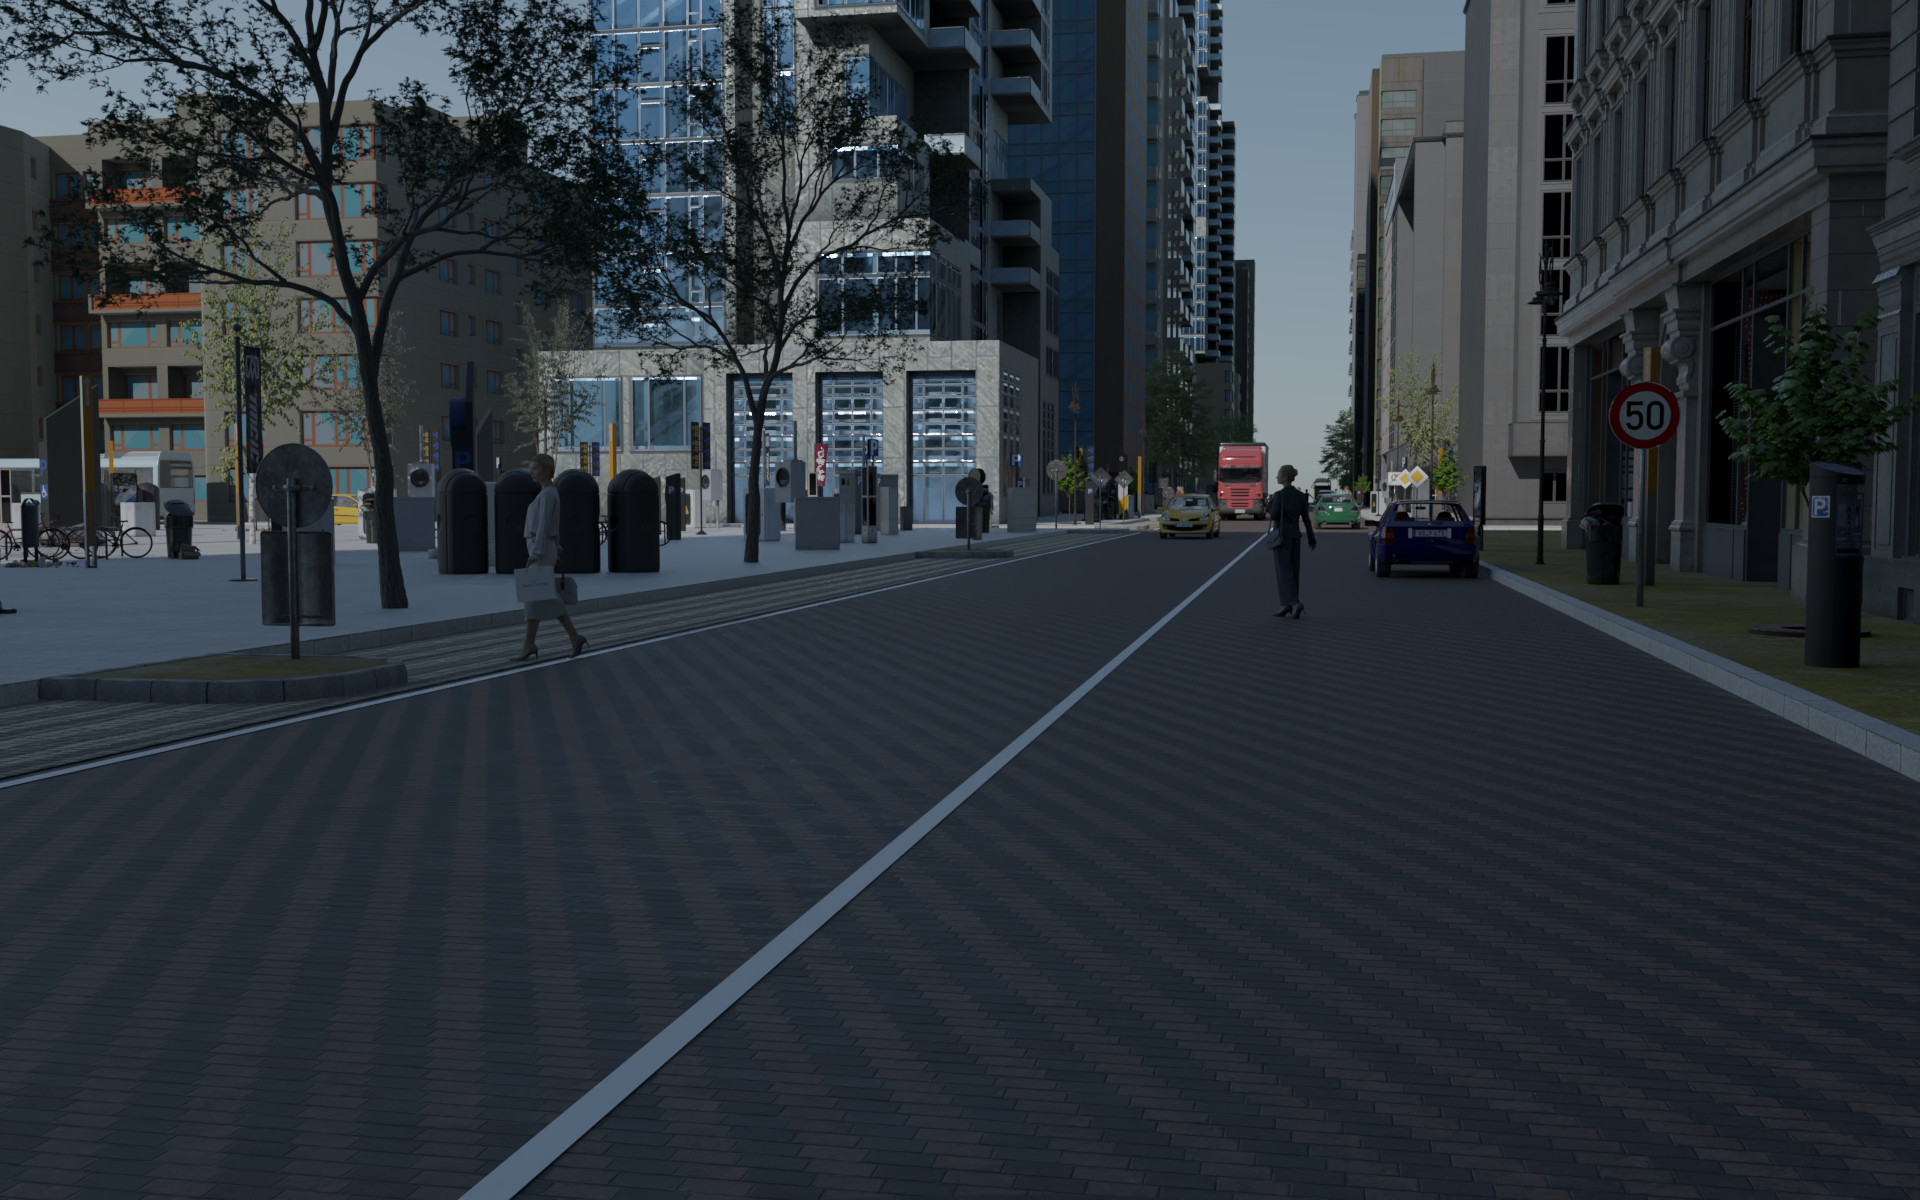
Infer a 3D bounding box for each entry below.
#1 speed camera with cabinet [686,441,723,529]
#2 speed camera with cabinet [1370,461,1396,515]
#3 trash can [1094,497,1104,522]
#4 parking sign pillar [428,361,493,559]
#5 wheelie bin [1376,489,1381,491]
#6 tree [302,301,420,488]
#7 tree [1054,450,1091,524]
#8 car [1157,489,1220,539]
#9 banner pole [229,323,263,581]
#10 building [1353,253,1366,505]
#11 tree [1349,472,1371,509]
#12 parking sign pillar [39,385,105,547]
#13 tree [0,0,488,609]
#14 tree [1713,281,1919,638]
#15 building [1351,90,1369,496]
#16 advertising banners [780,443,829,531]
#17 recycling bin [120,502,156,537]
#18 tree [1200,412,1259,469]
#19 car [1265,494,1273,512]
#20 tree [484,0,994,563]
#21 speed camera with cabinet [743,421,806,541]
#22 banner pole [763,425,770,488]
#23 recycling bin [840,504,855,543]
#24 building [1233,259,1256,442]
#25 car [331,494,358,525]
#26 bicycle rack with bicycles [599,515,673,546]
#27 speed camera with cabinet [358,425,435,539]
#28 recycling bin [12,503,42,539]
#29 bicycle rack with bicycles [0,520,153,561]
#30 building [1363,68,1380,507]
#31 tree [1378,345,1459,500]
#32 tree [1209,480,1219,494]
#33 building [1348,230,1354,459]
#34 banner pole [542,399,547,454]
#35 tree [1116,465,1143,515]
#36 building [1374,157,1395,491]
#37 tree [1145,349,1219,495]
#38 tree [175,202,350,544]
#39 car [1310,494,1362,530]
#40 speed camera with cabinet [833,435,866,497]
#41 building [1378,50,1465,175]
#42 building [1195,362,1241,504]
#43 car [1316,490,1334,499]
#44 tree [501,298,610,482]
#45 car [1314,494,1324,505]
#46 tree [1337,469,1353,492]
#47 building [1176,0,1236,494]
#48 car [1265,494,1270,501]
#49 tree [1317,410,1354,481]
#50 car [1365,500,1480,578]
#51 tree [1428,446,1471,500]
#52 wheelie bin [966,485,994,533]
[{"bbox_3d":[-9.692,-4.303,64.685,0.660,3.252,2.038,-3,5,-43],"label":"speed camera with cabinet"},{"bbox_3d":[25.573,-6.751,104.720,0.660,3.252,2.038,-1,4,-16],"label":"speed camera with cabinet"},{"bbox_3d":[6.188,-4.110,78.850,0.748,1.137,0.748,0,3,0],"label":"trash can"},{"bbox_3d":[-9.913,-2.823,34.636,1.447,3.967,1.447,-1,4,-13],"label":"parking sign pillar"},{"bbox_3d":[26.242,-6.150,108.461,0.693,1.594,0.980,3,4,36],"label":"wheelie bin"},{"bbox_3d":[-22.310,-7.032,65.333,4.360,8.622,3.978,0,3,0],"label":"tree"},{"bbox_3d":[4.863,-4.903,74.773,1.663,3.219,1.824,0,3,0],"label":"tree"},{"bbox_3d":[7.519,-2.834,56.557,2.015,1.641,3.980,1,4,13],"label":"car"},{"bbox_3d":[-10.559,-2.183,25.713,0.401,3.779,0.863,1,4,8],"label":"banner pole"},{"bbox_3d":[54.416,-26.652,207.460,14.160,30.474,14.107,1,4,11],"label":"building"},{"bbox_3d":[34.461,-9.420,148.623,1.663,3.219,1.824,0,3,0],"label":"tree"},{"bbox_3d":[-21.808,-3.301,42.447,1.447,3.967,1.447,3,4,37],"label":"parking sign pillar"},{"bbox_3d":[-6.651,-5.196,19.371,7.601,10.594,8.767,2,4,30],"label":"tree"},{"bbox_3d":[7.796,-1.306,15.955,1.663,3.219,1.824,0,3,0],"label":"tree"},{"bbox_3d":[67.755,-43.392,251.458,21.231,58.520,28.212,1,4,11],"label":"building"},{"bbox_3d":[-5.546,-3.899,59.937,2.074,3.025,0.090,0,4,8],"label":"advertising banners"},{"bbox_3d":[-24.782,-2.427,52.235,0.722,1.027,0.722,2,4,34],"label":"recycling bin"},{"bbox_3d":[34.466,-17.957,219.347,9.928,11.665,9.643,0,3,0],"label":"tree"},{"bbox_3d":[25.743,-8.021,140.178,2.155,1.783,4.494,1,4,13],"label":"car"},{"bbox_3d":[-3.867,-5.958,31.828,8.767,10.594,7.601,-1,4,-12],"label":"tree"},{"bbox_3d":[-5.065,-3.228,47.108,2.038,3.252,0.660,3,5,44],"label":"speed camera with cabinet"},{"bbox_3d":[-7.008,-4.445,62.693,0.401,3.779,0.863,-2,4,-24],"label":"banner pole"},{"bbox_3d":[-3.223,-2.030,45.738,0.722,1.027,0.722,1,4,15],"label":"recycling bin"},{"bbox_3d":[42.770,-37.389,294.897,14.154,41.232,14.086,1,4,11],"label":"building"},{"bbox_3d":[-25.796,-3.890,73.828,3.980,1.641,2.015,1,4,12],"label":"car"},{"bbox_3d":[-8.455,-1.818,43.101,2.925,0.926,2.852,1,4,18],"label":"bicycle rack with bicycles"},{"bbox_3d":[-16.077,-3.368,49.402,2.038,3.252,0.660,-1,4,-8],"label":"speed camera with cabinet"},{"bbox_3d":[-26.465,-2.250,49.341,0.722,1.027,0.722,0,4,2],"label":"recycling bin"},{"bbox_3d":[-17.616,-1.286,34.402,2.925,0.926,2.852,-1,4,-16],"label":"bicycle rack with bicycles"},{"bbox_3d":[48.965,-32.297,178.159,14.600,45.320,14.200,1,4,11],"label":"building"},{"bbox_3d":[22.946,-8.333,86.600,4.737,8.622,4.395,0,3,0],"label":"tree"},{"bbox_3d":[30.557,-12.802,203.905,1.663,3.219,1.824,0,3,0],"label":"tree"},{"bbox_3d":[74.381,-40.408,280.281,23.786,49.044,30.456,1,4,11],"label":"building"},{"bbox_3d":[-10.942,-3.408,45.732,0.401,3.779,0.863,-1,4,-16],"label":"banner pole"},{"bbox_3d":[10.491,-6.775,105.371,1.663,3.219,1.824,0,3,0],"label":"tree"},{"bbox_3d":[43.178,-23.142,150.078,14.160,30.474,14.107,1,4,11],"label":"building"},{"bbox_3d":[16.372,-13.318,135.877,7.486,12.596,7.792,0,3,0],"label":"tree"},{"bbox_3d":[-18.119,-5.757,44.481,4.737,8.622,4.395,0,3,0],"label":"tree"},{"bbox_3d":[15.558,-3.655,71.555,2.131,1.459,4.920,1,4,11],"label":"car"},{"bbox_3d":[-3.678,-3.918,58.401,0.660,3.252,2.038,-2,4,-25],"label":"speed camera with cabinet"},{"bbox_3d":[46.465,-29.349,163.456,14.154,41.232,14.086,1,4,11],"label":"building"},{"bbox_3d":[25.123,-24.473,245.168,27.650,21.520,28.899,1,4,11],"label":"building"},{"bbox_3d":[37.733,-10.366,178.150,2.281,1.827,5.304,1,4,13],"label":"car"},{"bbox_3d":[-14.963,-6.916,63.433,4.360,8.622,3.978,0,3,0],"label":"tree"},{"bbox_3d":[34.589,-9.307,164.171,2.014,1.417,4.499,1,4,11],"label":"car"},{"bbox_3d":[50.705,-14.813,225.907,4.285,4.588,4.351,0,3,0],"label":"tree"},{"bbox_3d":[33.481,-58.702,272.441,22.319,86.520,31.000,1,4,11],"label":"building"},{"bbox_3d":[28.210,-9.024,157.767,2.015,1.641,3.980,1,4,10],"label":"car"},{"bbox_3d":[52.028,-19.260,233.019,7.486,12.596,7.792,0,3,0],"label":"tree"},{"bbox_3d":[8.268,-1.129,31.047,1.945,1.354,3.894,1,4,11],"label":"car"},{"bbox_3d":[19.359,-4.520,68.507,1.663,3.219,1.824,0,3,0],"label":"tree"},{"bbox_3d":[0.673,-3.019,57.273,0.980,1.594,0.693,-1,4,-20],"label":"wheelie bin"}]
